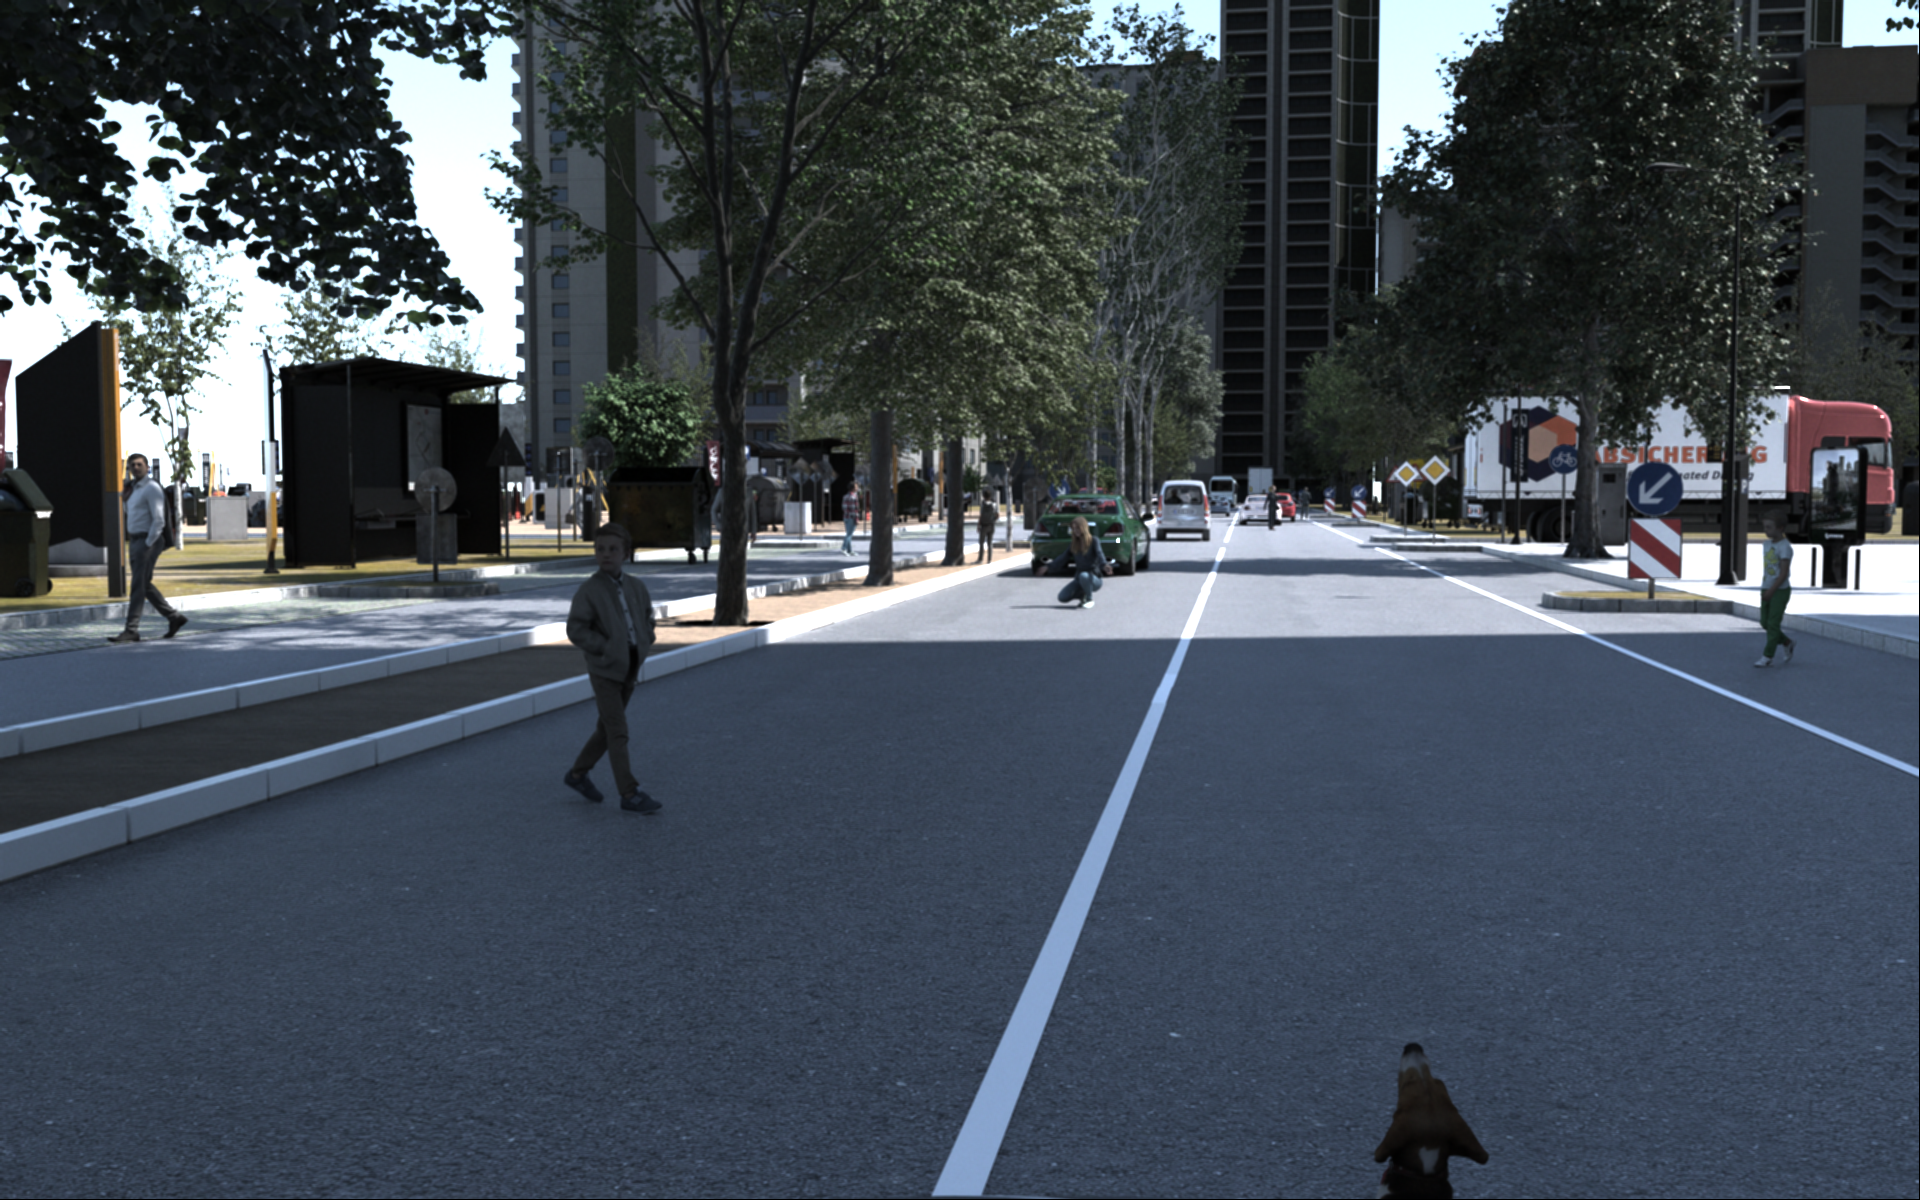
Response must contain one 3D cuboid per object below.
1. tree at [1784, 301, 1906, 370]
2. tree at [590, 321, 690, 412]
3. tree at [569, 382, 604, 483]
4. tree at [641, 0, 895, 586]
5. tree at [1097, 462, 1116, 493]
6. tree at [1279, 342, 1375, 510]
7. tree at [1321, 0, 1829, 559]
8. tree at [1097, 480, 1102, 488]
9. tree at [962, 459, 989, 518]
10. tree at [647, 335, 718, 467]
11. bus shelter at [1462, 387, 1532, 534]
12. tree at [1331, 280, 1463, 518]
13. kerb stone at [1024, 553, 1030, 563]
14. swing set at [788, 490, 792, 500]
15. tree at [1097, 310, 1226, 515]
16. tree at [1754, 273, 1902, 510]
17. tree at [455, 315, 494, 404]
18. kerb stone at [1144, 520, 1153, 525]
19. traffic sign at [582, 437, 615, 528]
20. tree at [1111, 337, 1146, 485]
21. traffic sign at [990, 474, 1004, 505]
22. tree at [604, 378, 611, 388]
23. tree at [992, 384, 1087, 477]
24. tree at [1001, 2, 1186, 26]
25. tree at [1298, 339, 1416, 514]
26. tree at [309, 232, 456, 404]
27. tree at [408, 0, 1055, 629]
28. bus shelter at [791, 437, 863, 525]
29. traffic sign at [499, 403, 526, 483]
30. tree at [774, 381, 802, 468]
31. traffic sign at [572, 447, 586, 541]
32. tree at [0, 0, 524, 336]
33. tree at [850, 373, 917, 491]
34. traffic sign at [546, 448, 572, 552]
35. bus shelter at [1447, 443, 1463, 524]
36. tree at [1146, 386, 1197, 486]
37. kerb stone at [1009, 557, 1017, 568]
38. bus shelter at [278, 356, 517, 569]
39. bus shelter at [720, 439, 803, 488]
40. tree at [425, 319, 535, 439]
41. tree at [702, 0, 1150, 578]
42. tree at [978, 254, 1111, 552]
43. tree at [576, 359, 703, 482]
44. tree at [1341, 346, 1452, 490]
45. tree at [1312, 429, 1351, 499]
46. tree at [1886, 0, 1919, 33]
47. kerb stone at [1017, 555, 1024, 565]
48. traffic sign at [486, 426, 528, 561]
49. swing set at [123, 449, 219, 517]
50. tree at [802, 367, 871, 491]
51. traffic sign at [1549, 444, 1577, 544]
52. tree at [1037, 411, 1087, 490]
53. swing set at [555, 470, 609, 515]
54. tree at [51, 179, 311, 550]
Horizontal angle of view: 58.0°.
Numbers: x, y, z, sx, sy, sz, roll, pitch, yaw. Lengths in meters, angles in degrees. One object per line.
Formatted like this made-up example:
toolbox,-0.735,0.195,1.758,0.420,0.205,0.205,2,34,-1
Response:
tree,35.913,-7.259,69.055,4.360,8.622,3.978,0,3,0
tree,-13.245,-7.509,73.130,4.360,8.622,3.978,0,3,0
tree,-23.085,-9.786,110.358,4.737,8.622,4.395,0,3,0
tree,-1.275,-6.512,27.053,7.486,12.596,7.792,0,3,0
tree,16.792,-12.864,194.039,4.285,4.588,4.351,0,3,0
tree,30.825,-13.986,139.038,12.009,13.543,11.850,0,3,0
tree,12.541,-7.188,34.528,9.611,12.733,9.660,0,3,0
tree,13.766,-10.968,173.931,1.663,3.219,1.824,0,3,0
tree,0.532,-6.086,94.112,1.663,3.219,1.824,0,3,0
tree,-12.286,-7.898,79.501,4.737,8.622,4.395,0,3,0
bus shelter,19.041,-5.006,59.474,2.179,5.291,8.768,1,4,9
tree,23.600,-10.658,92.385,7.486,12.596,7.792,0,3,0
kerb stone,1.287,-0.839,35.914,0.120,0.150,1.000,1,4,9
swing set,-7.637,-5.611,89.360,2.862,2.851,3.119,0,4,6
tree,13.801,-12.843,119.088,9.857,13.997,8.962,0,3,0
tree,28.354,-6.623,58.644,4.360,8.622,3.978,0,3,0
tree,-19.802,-7.115,66.700,4.737,8.622,4.395,0,3,0
kerb stone,9.042,-3.719,83.048,0.120,0.150,1.000,1,4,9
traffic sign,-8.018,-2.339,38.346,0.768,2.556,0.104,1,4,11
tree,3.403,-6.227,54.637,4.737,8.622,4.395,0,3,0
traffic sign,2.315,-6.663,108.936,0.884,2.594,0.081,1,4,19
tree,-15.491,-8.603,91.018,4.737,8.622,4.395,0,3,0
tree,5.517,-11.509,122.586,7.601,10.594,8.767,1,4,21
tree,3.749,-12.571,63.884,12.611,20.169,13.585,0,3,0
tree,26.013,-11.404,112.211,9.928,11.665,9.643,0,3,0
tree,-16.665,-5.822,45.558,4.737,8.622,4.395,0,3,0
tree,-2.401,-5.513,18.358,9.928,11.665,9.643,0,3,0
bus shelter,-5.712,-5.119,74.974,1.731,3.624,6.357,1,4,9
traffic sign,-10.846,-2.763,39.046,2.265,3.308,0.079,1,4,14
tree,-8.288,-9.257,101.710,4.737,8.622,4.395,0,3,0
traffic sign,-10.528,-2.885,47.275,0.768,2.556,0.104,1,4,15
tree,-4.821,-5.984,6.955,9.857,13.997,8.962,0,3,0
tree,-3.598,-8.338,86.685,4.360,8.622,3.978,0,3,0
traffic sign,-8.839,-2.205,38.174,0.606,2.300,0.079,1,4,13
bus shelter,21.959,-5.864,73.515,2.179,5.291,8.768,1,4,10
tree,13.214,-9.728,111.865,4.737,8.622,4.395,0,3,0
kerb stone,0.949,-0.710,33.894,0.120,0.150,1.000,1,4,9
bus shelter,-10.427,-2.534,32.715,1.731,3.624,6.357,1,4,9
bus shelter,-7.559,-4.360,65.207,2.014,3.302,5.546,1,4,9
tree,-20.143,-7.435,71.931,4.360,8.622,3.978,0,3,0
tree,-0.148,-6.970,34.541,7.486,12.596,7.792,0,3,0
tree,1.215,-5.466,42.191,4.737,8.622,4.395,0,3,0
tree,-7.845,-3.577,42.206,4.285,4.588,4.351,0,3,0
tree,21.220,-8.127,83.240,4.360,8.622,3.978,0,3,0
tree,34.247,-12.723,158.387,4.737,8.622,4.395,0,3,0
tree,10.366,-3.970,15.266,4.737,8.622,4.395,0,3,0
kerb stone,1.115,-0.777,34.906,0.120,0.150,1.000,1,4,9
traffic sign,-8.719,-2.036,33.301,0.884,2.594,0.081,1,4,16
swing set,-27.671,-3.879,61.037,3.119,2.851,2.862,-1,4,-13
tree,-5.491,-8.762,93.624,4.737,8.622,4.395,0,3,0
traffic sign,15.484,-2.711,44.427,0.768,2.556,0.104,1,4,11
tree,7.374,-10.980,129.886,4.360,8.622,3.978,0,3,0
swing set,-19.445,-5.520,87.871,2.862,2.851,3.119,0,4,6
tree,-18.144,-5.451,39.488,4.737,8.622,4.395,0,3,0
